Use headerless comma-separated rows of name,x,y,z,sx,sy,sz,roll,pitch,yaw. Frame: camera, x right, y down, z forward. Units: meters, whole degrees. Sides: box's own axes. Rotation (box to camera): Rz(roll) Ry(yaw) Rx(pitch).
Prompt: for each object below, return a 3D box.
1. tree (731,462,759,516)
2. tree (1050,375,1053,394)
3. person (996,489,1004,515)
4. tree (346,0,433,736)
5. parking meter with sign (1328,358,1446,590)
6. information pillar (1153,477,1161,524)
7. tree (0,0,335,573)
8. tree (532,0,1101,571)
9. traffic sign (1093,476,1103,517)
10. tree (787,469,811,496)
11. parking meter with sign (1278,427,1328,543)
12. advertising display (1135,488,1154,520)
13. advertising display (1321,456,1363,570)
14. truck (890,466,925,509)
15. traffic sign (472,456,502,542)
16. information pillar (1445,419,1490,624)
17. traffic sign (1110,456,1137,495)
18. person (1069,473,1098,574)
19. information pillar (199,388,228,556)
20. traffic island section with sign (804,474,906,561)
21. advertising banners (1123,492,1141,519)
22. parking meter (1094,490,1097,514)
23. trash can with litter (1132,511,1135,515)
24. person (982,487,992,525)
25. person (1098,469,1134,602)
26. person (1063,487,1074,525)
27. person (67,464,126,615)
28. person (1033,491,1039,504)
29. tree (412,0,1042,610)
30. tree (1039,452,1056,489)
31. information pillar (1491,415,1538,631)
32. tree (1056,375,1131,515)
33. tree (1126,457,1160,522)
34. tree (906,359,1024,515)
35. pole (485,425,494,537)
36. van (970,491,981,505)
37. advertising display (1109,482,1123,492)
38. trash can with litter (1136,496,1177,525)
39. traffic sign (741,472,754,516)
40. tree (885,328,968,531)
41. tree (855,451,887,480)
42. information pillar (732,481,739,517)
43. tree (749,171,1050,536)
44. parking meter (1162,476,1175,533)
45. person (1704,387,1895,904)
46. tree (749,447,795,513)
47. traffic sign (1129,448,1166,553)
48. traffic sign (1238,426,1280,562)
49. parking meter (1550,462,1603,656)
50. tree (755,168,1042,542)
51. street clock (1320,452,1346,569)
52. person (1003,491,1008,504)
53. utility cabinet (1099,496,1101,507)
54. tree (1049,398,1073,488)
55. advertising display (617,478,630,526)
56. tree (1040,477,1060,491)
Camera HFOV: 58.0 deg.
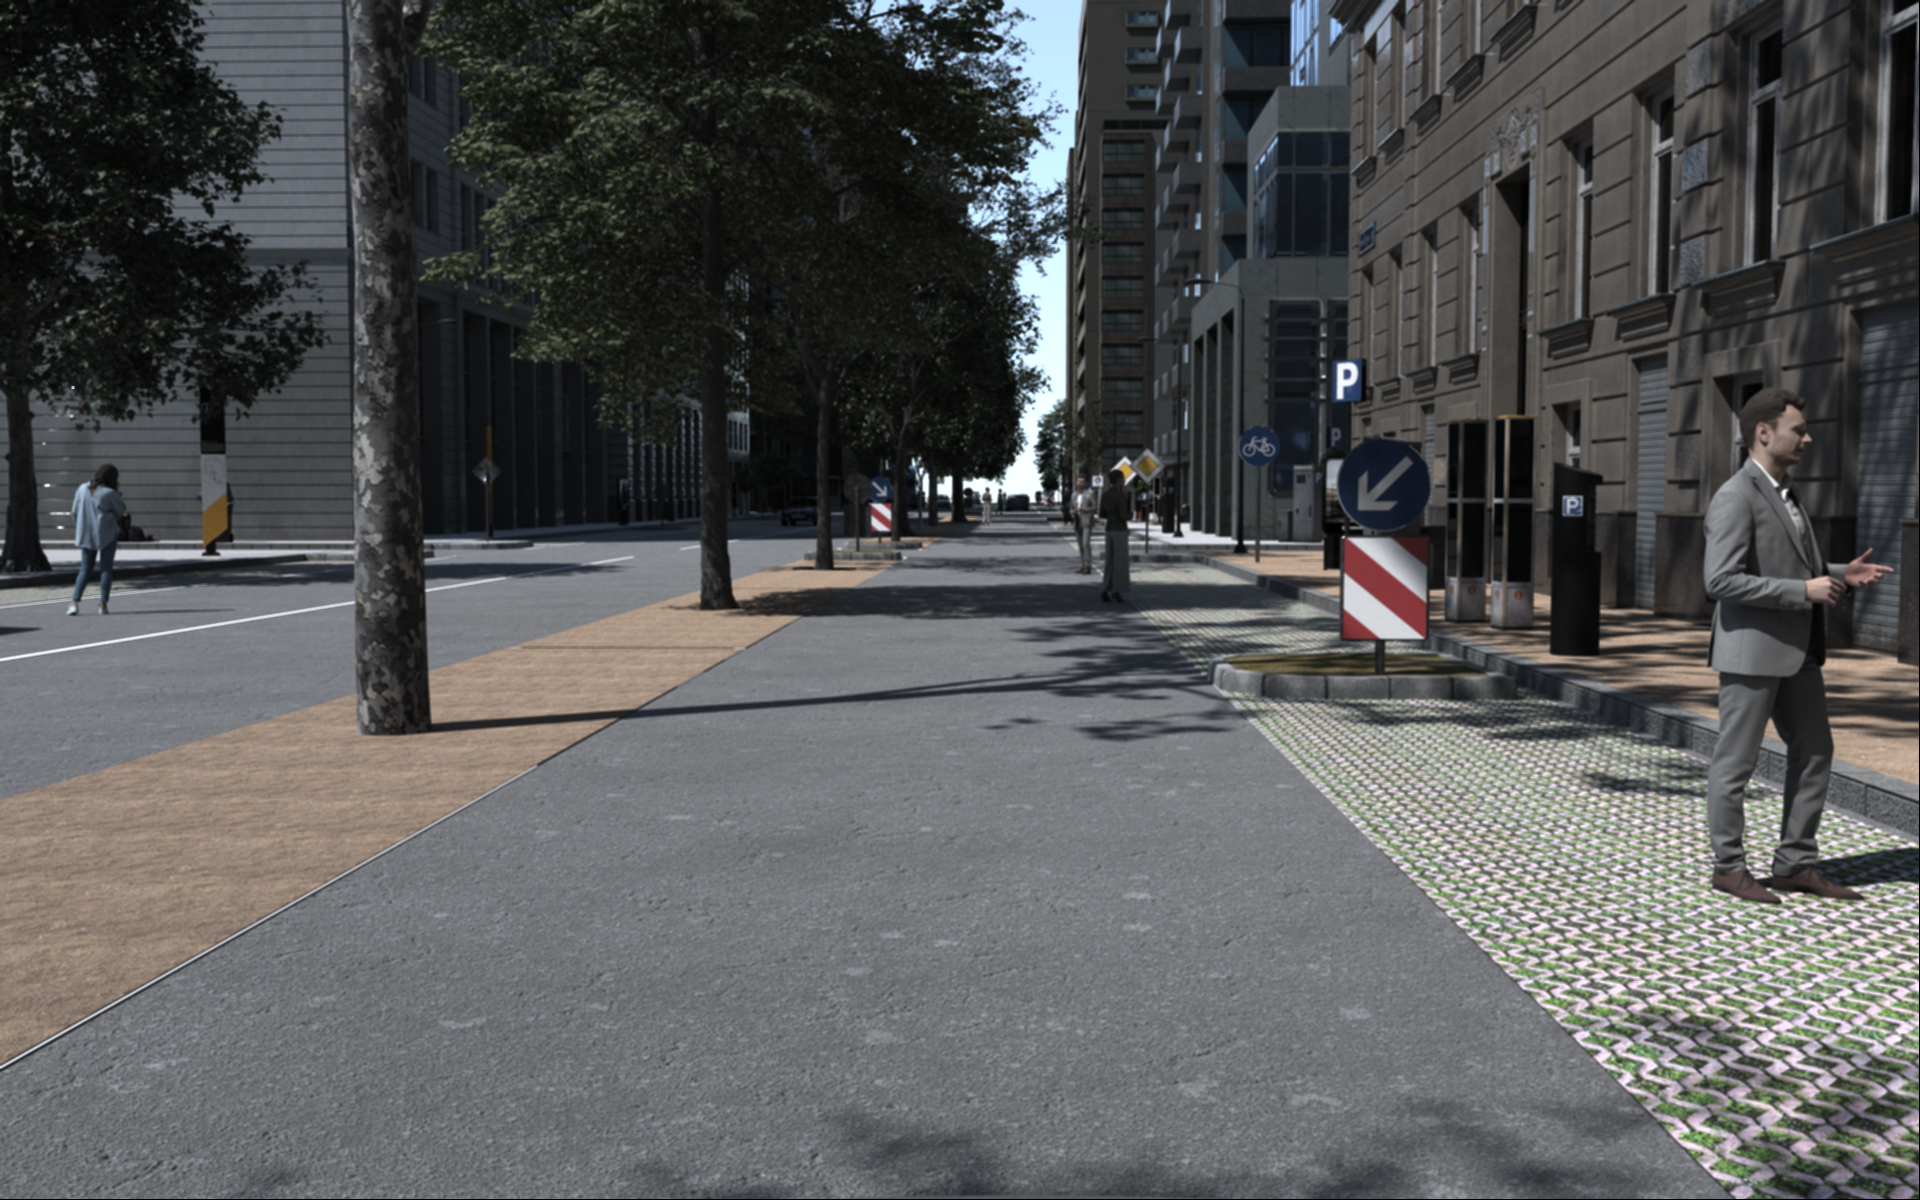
tree,-12.850,-6.639,103.149,1.663,3.219,1.824,0,3,0
tree,-0.048,-10.322,88.224,9.611,12.733,9.660,0,3,0
person,2.718,-6.728,118.722,0.641,1.798,0.478,-1,4,-12
tree,-2.216,-9.208,8.899,12.611,20.169,13.585,0,3,0
parking meter with sign,5.757,-1.633,22.962,1.738,3.016,0.543,-2,4,-31
information pillar,8.449,-4.266,74.246,0.304,2.012,0.304,0,4,5
tree,-15.612,-6.822,28.549,9.611,12.733,9.660,0,3,0
tree,-2.580,-7.311,32.364,12.009,13.543,11.850,0,3,0
traffic sign,7.772,-5.848,97.752,0.606,2.300,0.079,0,4,5
tree,-11.981,-8.333,130.839,1.663,3.219,1.824,0,3,0
parking meter with sign,9.177,-3.021,45.648,0.543,3.016,1.738,-3,5,-41
advertising display,9.021,-4.832,84.219,0.974,1.923,0.123,1,4,11
advertising display,6.596,-1.468,29.215,0.974,1.923,0.123,0,4,-1
truck,-5.096,-11.064,170.647,2.967,4.110,18.799,0,4,2
traffic sign,-12.600,-2.599,46.143,0.795,2.450,0.064,0,4,2
information pillar,5.037,-0.779,17.222,0.304,2.012,0.304,-1,4,-10
traffic sign,4.334,-2.562,45.537,0.795,2.450,0.064,0,4,2
person,2.168,-1.376,31.193,0.606,1.804,0.583,2,4,35
information pillar,-15.520,-2.730,35.987,0.504,3.616,0.183,-1,4,-18
traffic island section with sign,-2.315,-1.832,38.093,2.006,1.907,1.989,0,4,2
advertising banners,9.109,-5.597,87.694,2.074,3.025,0.090,-1,4,-18
parking meter,8.509,-6.145,108.885,0.372,1.533,0.369,0,3,0
trash can with litter,9.968,-5.584,102.690,0.624,1.170,1.055,-3,4,-36
person,1.285,-4.331,79.863,0.519,1.759,0.362,2,4,34
person,2.096,-0.848,22.921,0.362,1.759,0.519,-2,4,-35
person,4.968,-4.344,79.944,0.534,1.772,0.576,-3,5,-40
person,-10.288,-0.724,20.599,0.793,1.790,0.793,-2,4,-34
person,10.370,-13.647,231.557,1.348,1.831,0.705,3,4,38
tree,-2.921,-6.120,20.646,7.486,12.596,7.792,0,3,0
tree,14.243,-19.407,267.672,4.360,8.622,3.978,0,3,0
information pillar,5.220,-0.724,16.330,0.304,2.012,0.304,0,4,-5
tree,8.305,-9.542,106.373,4.360,8.622,3.978,0,3,0
tree,8.495,-5.205,79.709,1.663,3.219,1.824,0,3,0
tree,0.037,-12.674,116.325,9.857,13.997,8.962,0,3,0
pole,-13.973,-3.519,51.386,0.158,3.312,0.155,0,3,0
van,1.937,-14.015,236.151,2.013,2.044,4.112,0,4,4
advertising display,7.365,-4.685,81.809,0.123,1.923,0.974,-2,4,-28
trash can with litter,8.184,-3.698,71.514,1.678,1.210,2.233,0,4,1
traffic sign,-12.412,-6.167,100.936,0.768,2.556,0.104,0,4,6
tree,-1.575,-7.012,67.463,4.737,8.622,4.395,0,3,0
tree,-10.311,-14.967,195.066,4.360,8.622,3.978,0,3,0
information pillar,-12.664,-5.690,97.525,0.304,2.012,0.304,1,4,9
tree,-2.000,-8.485,58.196,9.611,12.733,9.660,0,3,0
parking meter,6.833,-3.125,56.798,0.399,1.863,0.255,-2,4,-28
person,2.896,0.163,6.038,0.583,1.804,0.606,3,5,44
tree,-13.019,-8.294,119.327,4.285,4.588,4.351,0,3,0
traffic sign,4.056,-2.074,37.557,0.795,2.450,0.064,0,4,2
traffic sign,5.586,-1.978,32.440,0.768,2.556,0.104,0,4,5
parking meter,4.917,-0.331,13.815,0.372,1.533,0.369,0,3,0
tree,-1.905,-6.893,49.563,8.767,10.594,7.601,0,4,2
street clock,6.402,-1.533,29.635,0.471,2.002,0.358,-2,4,-29
person,6.475,-14.776,250.107,0.705,1.821,1.348,3,5,43
utility cabinet,7.828,-5.128,95.000,0.306,1.237,1.020,1,4,11
tree,11.908,-17.513,204.456,7.486,12.596,7.792,0,3,0
advertising display,-13.641,-3.972,70.150,0.123,1.923,0.974,1,4,13
tree,14.396,-17.877,276.009,4.285,4.588,4.351,0,3,0
